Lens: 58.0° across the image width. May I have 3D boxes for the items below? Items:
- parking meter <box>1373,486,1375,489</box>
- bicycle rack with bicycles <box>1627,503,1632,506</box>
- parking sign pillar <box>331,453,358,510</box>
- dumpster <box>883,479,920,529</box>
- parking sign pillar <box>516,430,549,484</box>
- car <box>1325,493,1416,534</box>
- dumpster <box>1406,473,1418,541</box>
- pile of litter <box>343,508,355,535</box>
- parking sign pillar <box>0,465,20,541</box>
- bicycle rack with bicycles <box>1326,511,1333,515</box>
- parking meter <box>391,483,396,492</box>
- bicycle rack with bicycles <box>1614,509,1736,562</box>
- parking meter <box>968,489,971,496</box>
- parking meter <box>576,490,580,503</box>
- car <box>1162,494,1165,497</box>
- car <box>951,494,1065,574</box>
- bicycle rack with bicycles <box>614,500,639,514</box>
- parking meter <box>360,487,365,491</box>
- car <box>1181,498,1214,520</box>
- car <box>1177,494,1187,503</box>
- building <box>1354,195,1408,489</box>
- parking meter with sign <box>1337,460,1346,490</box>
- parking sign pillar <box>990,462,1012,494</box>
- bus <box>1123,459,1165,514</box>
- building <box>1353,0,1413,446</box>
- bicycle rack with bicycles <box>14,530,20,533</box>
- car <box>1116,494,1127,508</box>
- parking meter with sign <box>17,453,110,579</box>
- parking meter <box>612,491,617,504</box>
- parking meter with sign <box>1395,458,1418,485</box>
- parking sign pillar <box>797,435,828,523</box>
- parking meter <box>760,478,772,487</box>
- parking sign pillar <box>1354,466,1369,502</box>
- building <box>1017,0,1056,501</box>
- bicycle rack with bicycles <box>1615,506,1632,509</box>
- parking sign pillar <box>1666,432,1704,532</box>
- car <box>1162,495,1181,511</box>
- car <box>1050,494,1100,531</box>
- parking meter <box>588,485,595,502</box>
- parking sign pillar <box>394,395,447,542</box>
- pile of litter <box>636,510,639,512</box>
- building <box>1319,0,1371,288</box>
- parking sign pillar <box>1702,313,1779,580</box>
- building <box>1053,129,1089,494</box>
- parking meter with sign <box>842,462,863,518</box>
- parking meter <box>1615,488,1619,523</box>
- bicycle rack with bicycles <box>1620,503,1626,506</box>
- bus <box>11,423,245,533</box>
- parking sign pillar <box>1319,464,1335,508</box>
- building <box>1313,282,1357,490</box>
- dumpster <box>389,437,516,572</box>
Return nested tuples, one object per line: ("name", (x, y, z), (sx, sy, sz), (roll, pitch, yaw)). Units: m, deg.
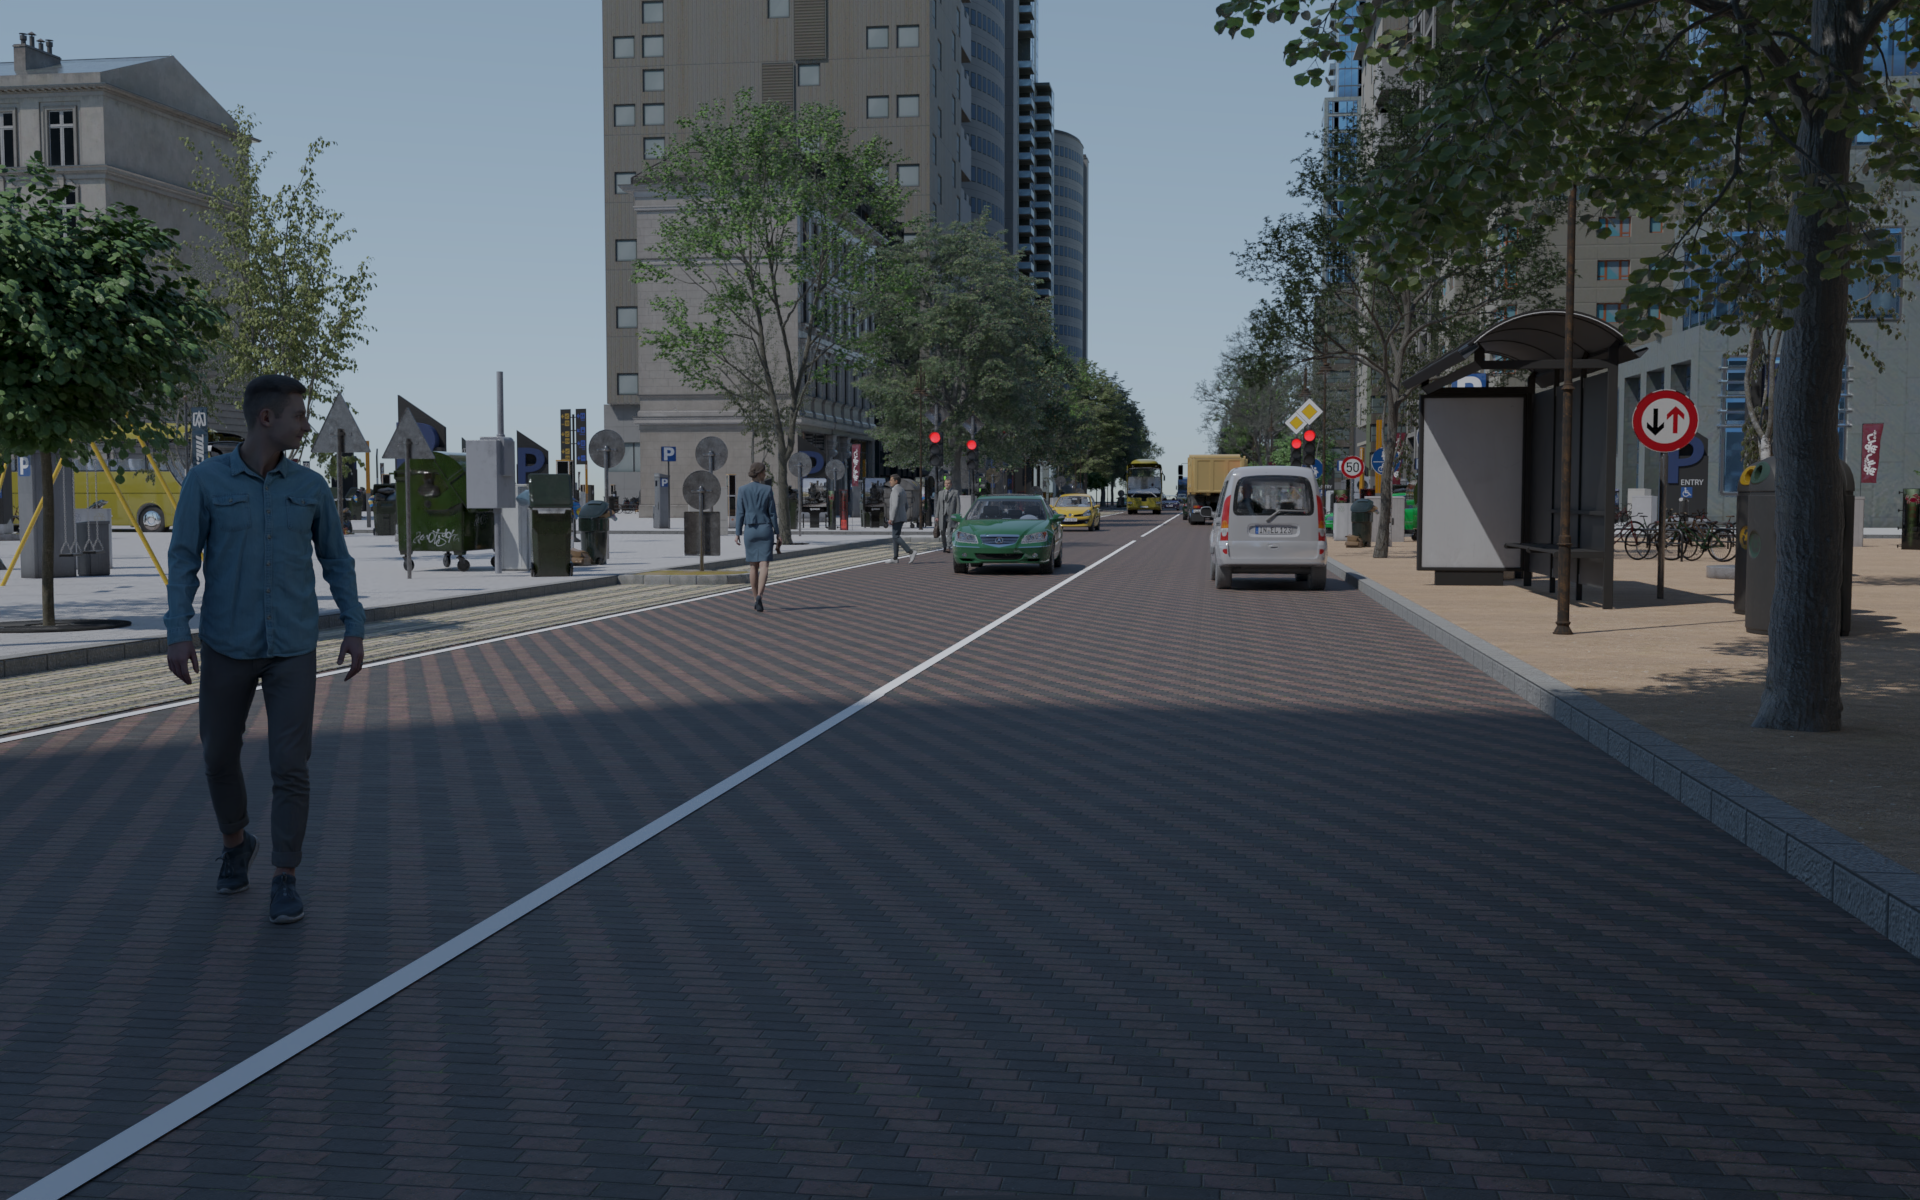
("parking meter", (28.730, -6.990, 119.996), (0.255, 1.863, 0.399), (1, 4, 12))
("bicycle rack with bicycles", (25.985, -3.356, 68.258), (2.925, 0.926, 2.852), (-1, 4, -10))
("parking sign pillar", (-31.187, -6.072, 87.746), (1.447, 3.967, 1.447), (1, 4, 17))
("dumpster", (-2.179, -3.629, 65.086), (1.264, 1.857, 1.865), (0, 4, 8))
("parking sign pillar", (-17.931, -5.151, 72.698), (1.447, 3.967, 1.447), (0, 4, -8))
("car", (13.640, -2.775, 54.159), (4.718, 1.807, 1.959), (1, 4, 9))
("dumpster", (12.808, -2.685, 46.387), (1.502, 2.255, 1.985), (1, 4, 8))
("pile of litter", (-19.813, -2.512, 55.044), (1.176, 0.858, 1.719), (0, 4, -8))
("parking sign pillar", (-26.509, -3.626, 47.751), (1.447, 3.967, 1.447), (-1, 4, -19))
("bicycle rack with bicycles", (15.498, -3.259, 66.673), (2.852, 0.926, 2.925), (3, 4, 37))
("parking meter", (-29.472, -5.150, 89.906), (0.255, 1.863, 0.399), (1, 4, 9))
("bicycle rack with bicycles", (14.052, -1.243, 33.711), (2.852, 0.926, 2.925), (-1, 4, -23))
("parking meter", (0.633, -6.246, 107.828), (0.255, 1.863, 0.399), (0, 4, 3))
("parking meter", (-22.995, -5.836, 103.832), (0.372, 1.533, 0.369), (0, 3, 0))
("car", (31.737, -16.072, 272.994), (2.015, 1.641, 3.980), (0, 4, 7))
("car", (0.951, -1.281, 32.737), (2.131, 1.459, 4.920), (0, 4, 6))
("bicycle rack with bicycles", (-22.036, -6.074, 112.688), (2.925, 0.926, 2.852), (0, 4, -2))
("parking meter", (-47.398, -8.058, 137.457), (0.399, 1.863, 0.255), (3, 4, 38))
("car", (13.282, -5.299, 96.425), (2.009, 1.686, 4.222), (1, 4, 8))
("car", (33.567, -15.391, 261.870), (2.015, 1.641, 3.980), (1, 4, 9))
("building", (44.638, -23.746, 159.945), (14.160, 30.474, 14.107), (1, 4, 8))
("parking meter with sign", (19.829, -5.662, 88.839), (0.543, 3.016, 1.738), (0, 4, -4))
("parking sign pillar", (2.310, -6.636, 96.969), (1.447, 3.967, 1.447), (3, 5, 45))
("bus", (13.430, -8.211, 125.799), (2.896, 3.916, 12.252), (0, 4, 7))
("building", (56.115, -36.093, 179.361), (28.713, 52.752, 27.495), (1, 4, 8))
("bicycle rack with bicycles", (-29.518, -2.406, 52.723), (2.925, 0.926, 2.852), (0, 4, -4))
("car", (15.765, -9.475, 163.718), (1.959, 1.807, 4.718), (1, 4, 9))
("parking meter with sign", (-13.981, -1.852, 26.538), (0.543, 3.016, 1.738), (2, 4, 31))
("parking meter", (-26.276, -7.538, 131.652), (0.372, 1.533, 0.369), (0, 3, 0))
("parking meter with sign", (21.726, -5.430, 85.049), (0.543, 3.016, 1.738), (-3, 5, -44))
("parking sign pillar", (-6.685, -5.502, 78.433), (1.447, 3.967, 1.447), (-1, 4, -11))
("parking meter", (-7.132, -3.546, 63.695), (0.255, 1.863, 0.399), (3, 5, 44))
("parking sign pillar", (28.147, -8.181, 122.226), (1.447, 3.967, 1.447), (3, 5, 43))
("building", (3.068, -57.084, 245.999), (22.319, 86.520, 31.000), (1, 4, 8))
("bicycle rack with bicycles", (17.413, -1.728, 41.635), (2.925, 0.926, 2.852), (2, 4, 29))
("parking sign pillar", (23.971, -4.201, 57.152), (1.447, 3.967, 1.447), (1, 4, 18))
("car", (18.114, -8.390, 149.751), (1.945, 1.354, 3.894), (0, 4, 7))
("car", (4.504, -3.513, 67.661), (2.015, 1.641, 3.980), (1, 4, 10))
("parking meter", (-22.946, -6.244, 107.799), (0.255, 1.863, 0.399), (1, 4, 19))
("parking sign pillar", (-14.602, -3.576, 46.933), (1.447, 3.967, 1.447), (0, 4, 4))
("pile of litter", (-22.421, -6.651, 122.710), (1.176, 0.858, 1.719), (-1, 4, -23))
("building", (65.237, -58.570, 270.290), (22.319, 86.520, 31.000), (1, 4, 8))
("parking sign pillar", (12.138, -2.310, 26.238), (1.447, 3.967, 1.447), (1, 4, 21))
("building", (8.896, -44.890, 275.951), (21.231, 58.520, 28.212), (1, 4, 8))
("parking meter with sign", (-5.556, -5.969, 93.849), (1.738, 3.016, 0.543), (-2, 4, -23))
("parking meter", (28.870, -4.158, 76.391), (0.372, 1.533, 0.369), (0, 3, 0))
("bicycle rack with bicycles", (22.083, -3.032, 62.956), (2.925, 0.926, 2.852), (0, 4, -4))
("bus", (-30.747, -4.255, 61.114), (12.252, 3.916, 2.896), (1, 4, 10))
("parking sign pillar", (19.210, -6.331, 91.979), (1.447, 3.967, 1.447), (0, 4, 3))
("building", (57.975, -29.273, 250.308), (14.160, 30.474, 14.107), (1, 4, 8))
("dumpster", (-8.577, -1.642, 29.347), (1.502, 2.255, 1.985), (1, 4, 8))
